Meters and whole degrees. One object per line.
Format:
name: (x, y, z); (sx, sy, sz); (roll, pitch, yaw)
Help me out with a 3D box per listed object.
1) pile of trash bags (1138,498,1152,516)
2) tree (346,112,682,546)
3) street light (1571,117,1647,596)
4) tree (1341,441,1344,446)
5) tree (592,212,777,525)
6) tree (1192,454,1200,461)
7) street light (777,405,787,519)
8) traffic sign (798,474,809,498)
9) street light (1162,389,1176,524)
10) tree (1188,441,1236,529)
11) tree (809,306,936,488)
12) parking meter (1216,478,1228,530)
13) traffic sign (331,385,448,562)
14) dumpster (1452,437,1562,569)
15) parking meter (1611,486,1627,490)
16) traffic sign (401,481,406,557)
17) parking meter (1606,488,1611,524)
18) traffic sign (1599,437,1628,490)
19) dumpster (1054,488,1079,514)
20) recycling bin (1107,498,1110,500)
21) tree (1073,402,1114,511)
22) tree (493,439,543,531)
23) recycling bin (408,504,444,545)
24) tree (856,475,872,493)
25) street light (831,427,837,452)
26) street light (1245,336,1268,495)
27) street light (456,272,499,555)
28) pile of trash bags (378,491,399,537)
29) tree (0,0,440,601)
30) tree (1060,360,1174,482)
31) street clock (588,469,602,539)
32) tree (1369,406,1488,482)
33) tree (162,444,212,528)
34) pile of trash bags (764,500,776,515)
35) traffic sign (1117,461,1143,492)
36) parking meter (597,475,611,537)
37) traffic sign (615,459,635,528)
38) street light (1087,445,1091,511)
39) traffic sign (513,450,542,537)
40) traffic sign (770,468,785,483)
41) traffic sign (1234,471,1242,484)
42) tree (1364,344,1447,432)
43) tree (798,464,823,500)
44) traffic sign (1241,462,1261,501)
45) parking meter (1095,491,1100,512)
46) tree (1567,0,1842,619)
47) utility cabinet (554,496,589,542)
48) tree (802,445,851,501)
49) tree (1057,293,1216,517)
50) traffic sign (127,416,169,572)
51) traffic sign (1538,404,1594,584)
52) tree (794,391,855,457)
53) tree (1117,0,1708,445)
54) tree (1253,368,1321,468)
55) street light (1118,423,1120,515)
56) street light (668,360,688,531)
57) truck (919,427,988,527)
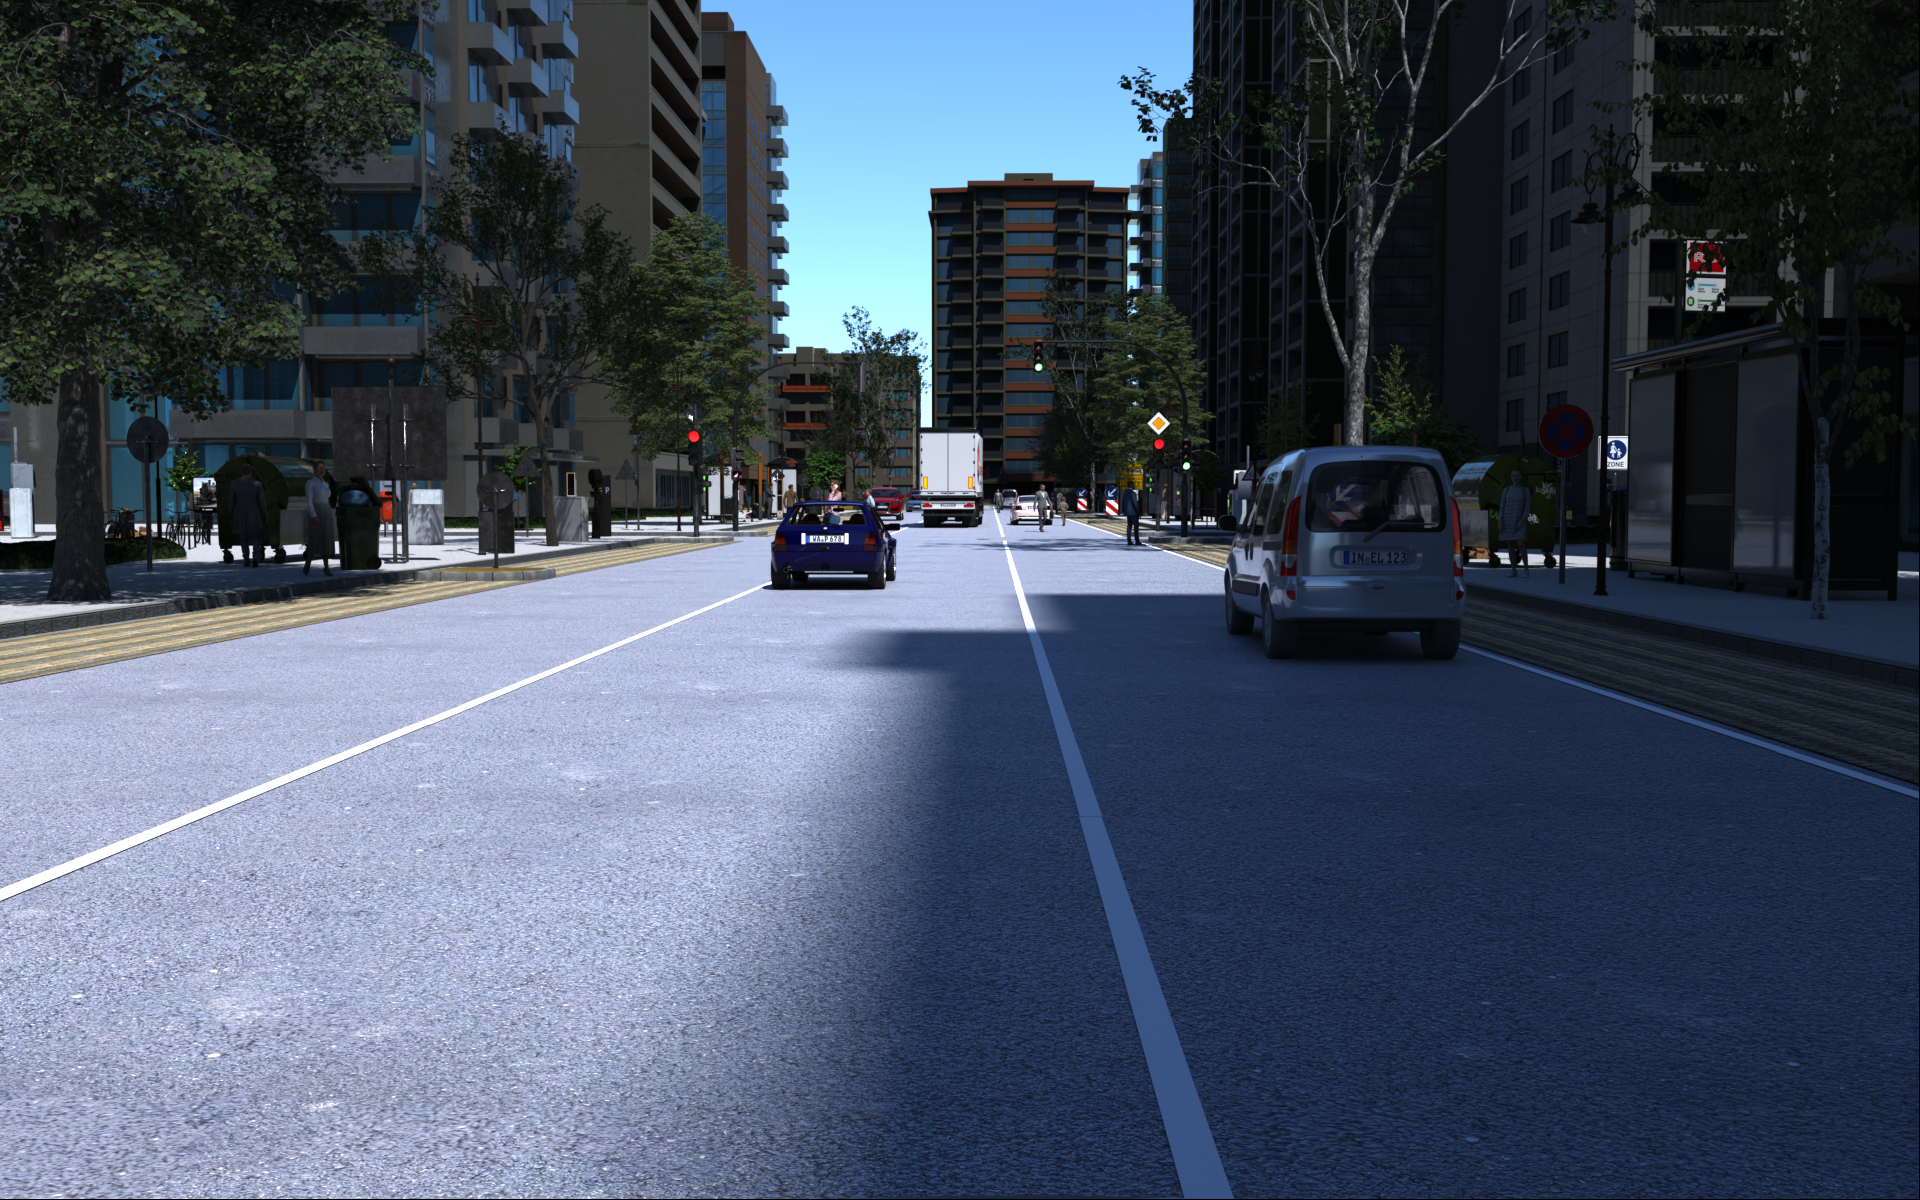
pile of trash bags: (11.658, -5.648, 102.103); (3.447, 1.369, 1.912); (-1, 4, -13)
tree: (-10.301, -6.613, 42.543); (7.601, 10.594, 8.767); (2, 4, 35)
street light: (8.130, -2.997, 21.795); (0.468, 5.910, 1.993); (0, 4, 1)
tree: (17.711, -5.223, 69.109); (4.285, 4.588, 4.351); (0, 3, 0)
tree: (-11.124, -9.314, 70.416); (7.486, 12.596, 7.792); (0, 3, 0)
tree: (17.817, -9.065, 131.932); (4.285, 4.588, 4.351); (0, 3, 0)
street light: (-9.205, -7.146, 89.619); (0.468, 5.910, 1.993); (0, 4, 1)
traffic sign: (-9.836, -6.610, 108.184); (0.768, 2.556, 0.104); (0, 4, 2)
street light: (9.068, -6.270, 75.308); (0.468, 5.910, 1.993); (0, 4, 1)
tree: (9.036, -4.237, 63.871); (1.663, 3.219, 1.824); (0, 3, 0)
tree: (-10.142, -19.634, 176.905); (12.611, 20.169, 13.585); (0, 3, 0)
parking meter: (9.360, -3.434, 61.853); (0.255, 1.863, 0.399); (-2, 4, -27)
traffic sign: (-10.748, -2.370, 32.623); (2.265, 3.308, 0.079); (0, 4, 8)
dumpster: (9.631, -1.716, 30.547); (1.502, 2.255, 1.985); (0, 4, 1)
parking meter: (19.844, -2.668, 52.037); (0.372, 1.533, 0.369); (0, 3, 0)
traffic sign: (-11.337, -2.149, 35.249); (0.768, 2.556, 0.104); (0, 4, 2)
parking meter: (22.254, -3.110, 59.258); (0.372, 1.533, 0.369); (0, 3, 0)
traffic sign: (11.589, -1.746, 30.681); (0.606, 2.300, 0.079); (1, 4, 8)
dumpster: (7.611, -7.072, 123.848); (1.865, 1.857, 1.264); (0, 4, -1)
recycling bin: (10.134, -6.213, 114.131); (0.722, 1.027, 0.722); (-1, 4, -12)
tree: (10.153, -10.914, 128.800); (4.360, 8.622, 3.978); (0, 3, 0)
tree: (-15.650, -4.074, 61.216); (1.663, 3.219, 1.824); (0, 3, 0)
recycling bin: (-13.529, -1.907, 43.741); (0.722, 1.027, 0.722); (1, 4, 13)
tree: (-9.190, -10.092, 159.605); (1.663, 3.219, 1.824); (0, 3, 0)
street light: (-8.668, -8.933, 118.850); (0.468, 5.910, 1.993); (0, 4, 1)
street light: (8.677, -4.775, 50.854); (0.468, 5.910, 1.993); (0, 4, 1)
street light: (-10.071, -3.885, 36.314); (0.468, 5.910, 1.993); (0, 4, 1)
pile of trash bags: (-17.974, -2.476, 50.241); (3.447, 1.369, 1.912); (-3, 5, -40)
tree: (-10.802, -6.979, 20.756); (9.857, 13.997, 8.962); (0, 3, 0)
tree: (10.770, -11.149, 116.693); (8.767, 10.594, 7.601); (1, 4, 10)
street clock: (-10.504, -2.774, 49.921); (0.358, 2.002, 0.471); (-3, 4, -38)
tree: (17.909, -4.933, 64.375); (4.285, 4.588, 4.351); (0, 3, 0)
tree: (-29.929, -4.419, 66.854); (1.663, 3.219, 1.824); (0, 3, 0)
pile of trash bags: (-11.153, -5.853, 105.457); (1.912, 1.369, 3.447); (0, 4, -1)
traffic sign: (10.736, -6.844, 105.768); (2.265, 3.308, 0.079); (1, 4, 8)
parking meter: (-10.755, -2.850, 52.315); (0.255, 1.863, 0.399); (2, 4, 30)
traffic sign: (-12.451, -3.952, 64.612); (0.884, 2.594, 0.081); (1, 4, 9)
street light: (9.973, -9.813, 133.223); (0.468, 5.910, 1.993); (0, 4, 1)
traffic sign: (-12.874, -3.149, 51.492); (0.884, 2.594, 0.081); (0, 4, 6)
traffic sign: (-9.286, -5.398, 87.991); (0.795, 2.593, 0.064); (1, 4, 9)
traffic sign: (12.603, -4.631, 77.846); (0.606, 2.300, 0.079); (0, 4, 3)
tree: (21.709, -8.197, 84.382); (4.737, 8.622, 4.395); (0, 3, 0)
tree: (-9.773, -7.204, 112.393); (1.663, 3.219, 1.824); (0, 3, 0)
traffic sign: (11.675, -4.231, 69.176); (0.884, 2.594, 0.081); (0, 4, 3)
parking meter: (9.920, -7.114, 124.728); (0.372, 1.533, 0.369); (0, 3, 0)
tree: (8.610, -4.105, 17.484); (4.737, 8.622, 4.395); (0, 3, 0)
utility cabinet: (-10.467, -2.174, 46.706); (1.020, 1.237, 0.306); (2, 4, 34)
tree: (-8.970, -8.050, 115.334); (4.285, 4.588, 4.351); (0, 3, 0)
tree: (10.809, -10.997, 97.928); (7.486, 12.596, 7.792); (0, 3, 0)
traffic sign: (-13.312, -1.730, 28.384); (0.768, 2.556, 0.104); (1, 4, 11)
traffic sign: (8.619, -1.505, 24.721); (0.768, 2.556, 0.104); (0, 4, 5)
tree: (-9.388, -10.581, 123.362); (4.360, 8.622, 3.978); (0, 3, 0)
tree: (9.738, -11.185, 38.768); (12.611, 20.169, 13.585); (0, 3, 0)
tree: (19.052, -9.234, 101.333); (4.737, 8.622, 4.395); (0, 3, 0)
street light: (9.592, -8.041, 104.264); (0.468, 5.910, 1.993); (0, 4, 1)
street light: (-9.717, -5.319, 59.747); (0.468, 5.910, 1.993); (0, 4, 1)
truck: (-0.262, -5.458, 78.147); (2.839, 4.237, 11.283); (0, 4, 3)
